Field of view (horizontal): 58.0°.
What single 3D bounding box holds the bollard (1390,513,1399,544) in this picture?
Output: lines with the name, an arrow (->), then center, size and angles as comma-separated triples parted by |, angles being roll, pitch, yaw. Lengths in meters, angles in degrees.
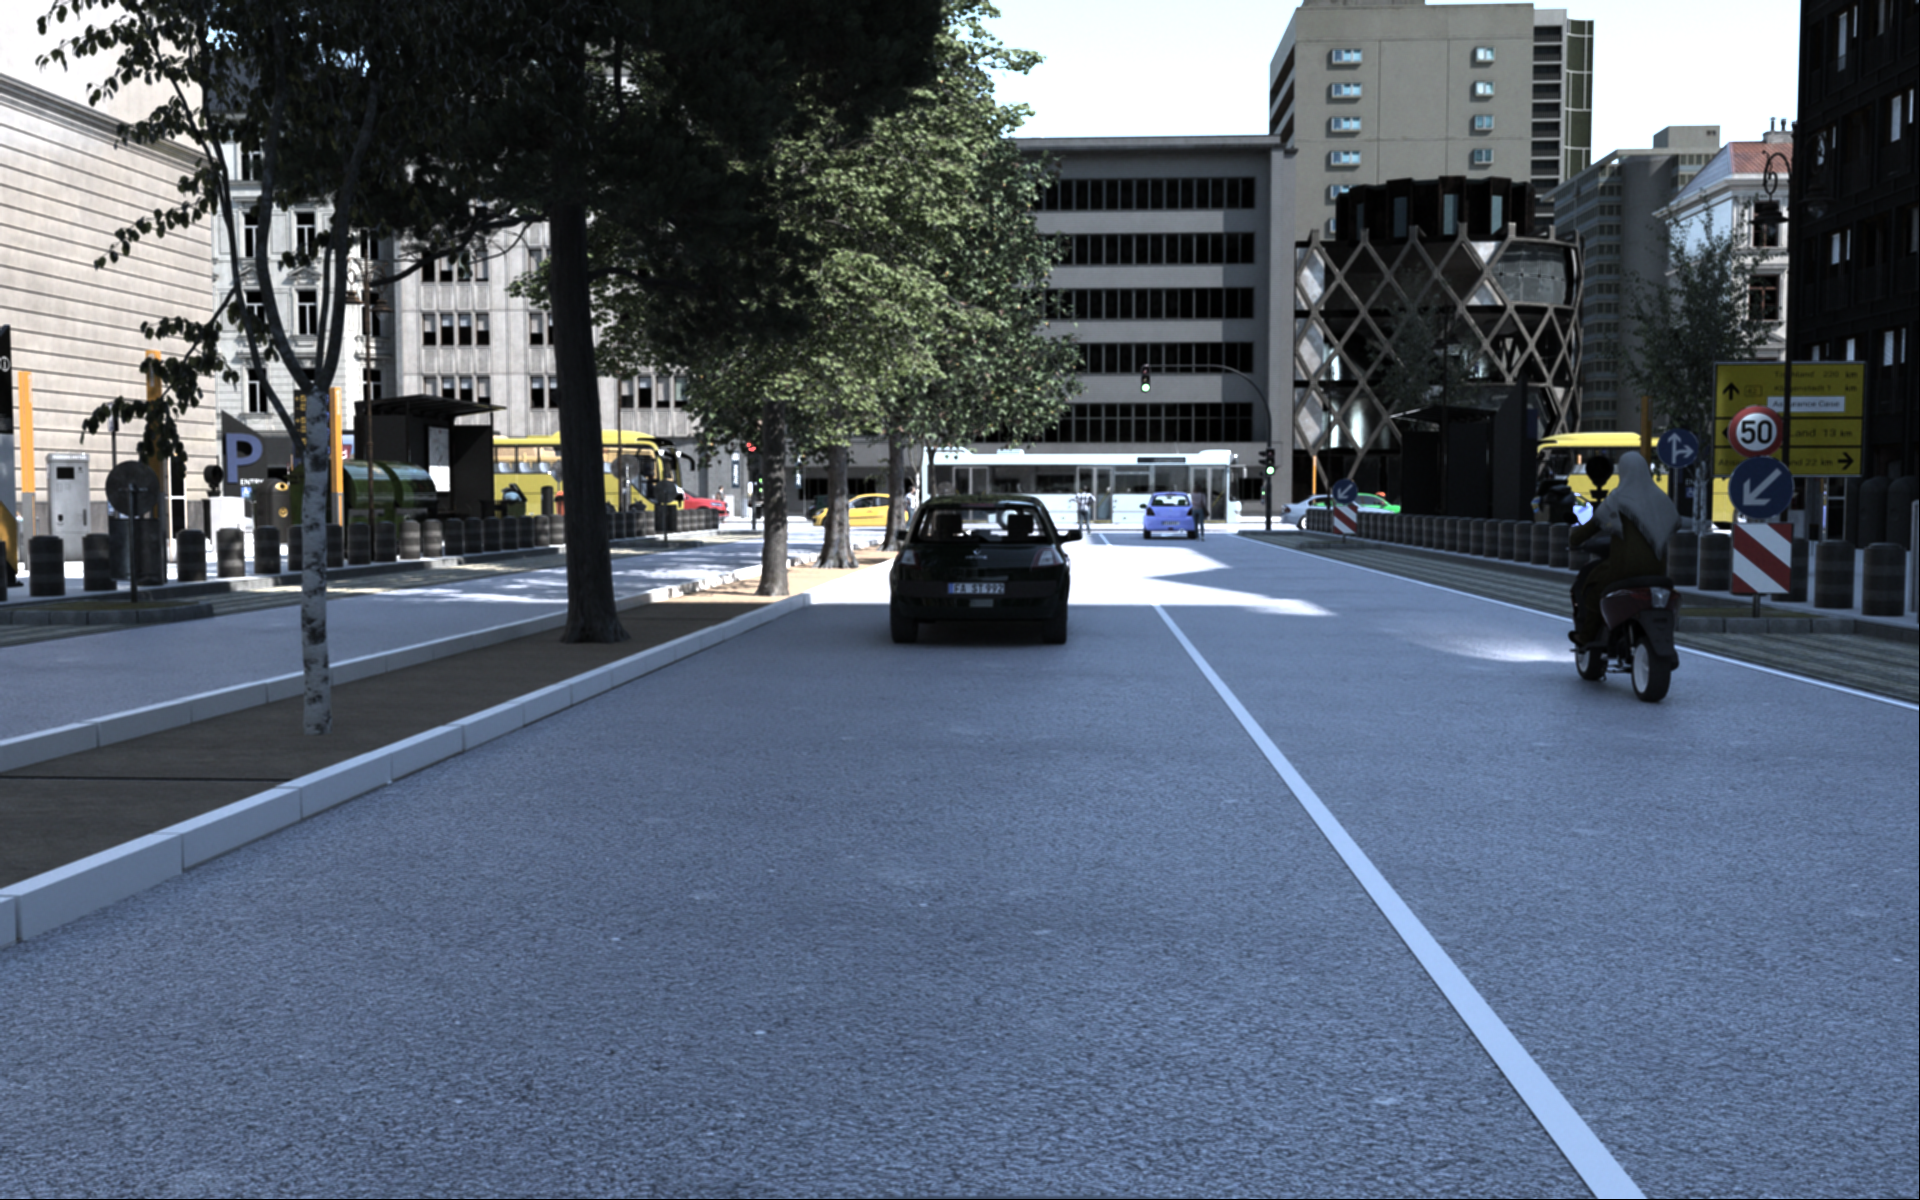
bollard -> 11.445, -1.841, 44.809 | 0.404, 0.777, 0.398 | 0, 3, 0

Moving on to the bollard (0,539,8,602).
bollard -> -11.608, -0.364, 20.669 | 0.404, 0.777, 0.398 | 0, 3, 0

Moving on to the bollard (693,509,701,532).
bollard -> -9.182, -2.722, 59.226 | 0.404, 0.777, 0.398 | 0, 3, 0

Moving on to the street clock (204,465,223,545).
street clock -> -18.727, -2.380, 43.488 | 0.358, 2.002, 0.471 | 1, 4, 12

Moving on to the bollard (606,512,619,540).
bollard -> -9.861, -2.061, 48.408 | 0.404, 0.777, 0.398 | 0, 3, 0

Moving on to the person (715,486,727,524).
person -> -11.467, -4.550, 82.861 | 0.622, 1.834, 0.822 | 3, 5, 42

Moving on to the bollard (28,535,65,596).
bollard -> -11.533, -0.437, 21.868 | 0.404, 0.777, 0.398 | 0, 3, 0

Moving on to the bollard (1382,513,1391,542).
bollard -> 11.522, -1.914, 46.009 | 0.404, 0.777, 0.398 | 0, 3, 0

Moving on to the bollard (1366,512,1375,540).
bollard -> 11.674, -2.061, 48.420 | 0.404, 0.777, 0.398 | 0, 3, 0

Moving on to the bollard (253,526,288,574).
bollard -> -11.155, -0.805, 27.881 | 0.404, 0.777, 0.398 | 0, 3, 0

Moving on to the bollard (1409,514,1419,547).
bollard -> 11.294, -1.693, 42.404 | 0.404, 0.777, 0.398 | 0, 3, 0

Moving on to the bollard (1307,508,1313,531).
bollard -> 12.437, -2.797, 60.448 | 0.404, 0.777, 0.398 | 0, 3, 0

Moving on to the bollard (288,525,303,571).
bollard -> -11.082, -0.879, 29.085 | 0.404, 0.777, 0.398 | 0, 3, 0

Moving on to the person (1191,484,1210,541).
person -> 7.326, -2.684, 52.974 | 0.593, 1.750, 0.643 | 1, 4, 18

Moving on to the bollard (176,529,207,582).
bollard -> -11.304, -0.658, 25.471 | 0.404, 0.777, 0.398 | 0, 3, 0

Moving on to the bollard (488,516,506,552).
bollard -> -10.472, -1.469, 38.737 | 0.404, 0.777, 0.398 | 0, 3, 0

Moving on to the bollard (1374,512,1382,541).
bollard -> 11.600, -1.987, 47.208 | 0.404, 0.777, 0.398 | 0, 3, 0

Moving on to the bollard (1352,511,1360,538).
bollard -> 11.825, -2.209, 50.835 | 0.404, 0.777, 0.398 | 0, 3, 0

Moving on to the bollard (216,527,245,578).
bollard -> -11.231, -0.731, 26.671 | 0.404, 0.777, 0.398 | 0, 3, 0

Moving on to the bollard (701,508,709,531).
bollard -> -9.102, -2.796, 60.436 | 0.404, 0.777, 0.398 | 0, 3, 0

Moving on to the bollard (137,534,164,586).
bollard -> -11.385, -0.584, 24.271 | 0.404, 0.777, 0.398 | 0, 3, 0

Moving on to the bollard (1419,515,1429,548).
bollard -> 11.220, -1.620, 41.201 | 0.404, 0.777, 0.398 | 0, 3, 0

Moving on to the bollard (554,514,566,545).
bollard -> -10.170, -1.764, 43.556 | 0.404, 0.777, 0.398 | 0, 3, 0

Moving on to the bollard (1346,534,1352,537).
bollard -> 11.905, -2.283, 52.038 | 0.404, 0.777, 0.398 | 0, 3, 0

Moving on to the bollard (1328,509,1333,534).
bollard -> 12.128, -2.503, 55.641 | 0.404, 0.777, 0.398 | 0, 3, 0

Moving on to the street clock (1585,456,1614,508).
street clock -> 12.064, -1.721, 32.707 | 0.471, 2.002, 0.358 | 2, 4, 34

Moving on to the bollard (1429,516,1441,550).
bollard -> 11.145, -1.546, 40.000 | 0.404, 0.777, 0.398 | 0, 3, 0

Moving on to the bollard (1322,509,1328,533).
bollard -> 12.201, -2.576, 56.841 | 0.404, 0.777, 0.398 | 0, 3, 0

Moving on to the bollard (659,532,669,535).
bollard -> -9.484, -2.428, 54.415 | 0.404, 0.777, 0.398 | 0, 3, 0

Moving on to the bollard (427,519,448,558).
bollard -> -10.704, -1.249, 35.132 | 0.404, 0.777, 0.398 | 0, 3, 0

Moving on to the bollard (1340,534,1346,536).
bollard -> 11.982, -2.356, 53.237 | 0.404, 0.777, 0.398 | 0, 3, 0

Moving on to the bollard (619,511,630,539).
bollard -> -9.789, -2.134, 49.613 | 0.404, 0.777, 0.398 | 0, 3, 0

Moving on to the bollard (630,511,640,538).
bollard -> -9.712, -2.208, 50.812 | 0.404, 0.777, 0.398 | 0, 3, 0

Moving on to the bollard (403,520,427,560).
bollard -> -10.777, -1.175, 33.928 | 0.404, 0.777, 0.398 | 0, 3, 0

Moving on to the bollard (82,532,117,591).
bollard -> -11.459, -0.511, 23.068 | 0.404, 0.777, 0.398 | 0, 3, 0

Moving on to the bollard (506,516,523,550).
bollard -> -10.398, -1.544, 39.955 | 0.404, 0.777, 0.398 | 0, 3, 0

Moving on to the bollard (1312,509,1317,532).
bollard -> 12.357, -2.724, 59.249 | 0.404, 0.777, 0.398 | 0, 3, 0

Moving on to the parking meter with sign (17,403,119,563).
parking meter with sign -> -16.884, -2.232, 32.754 | 1.738, 3.016, 0.543 | -3, 4, -36

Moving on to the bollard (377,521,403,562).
bollard -> -10.850, -1.100, 32.708 | 0.404, 0.777, 0.398 | 0, 3, 0

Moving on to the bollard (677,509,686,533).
bollard -> -9.332, -2.575, 56.823 | 0.404, 0.777, 0.398 | 0, 3, 0

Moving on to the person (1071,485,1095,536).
person -> 4.239, -3.060, 59.260 | 0.841, 1.734, 0.376 | 1, 4, 20

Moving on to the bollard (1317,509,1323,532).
bollard -> 12.284, -2.650, 58.048 | 0.404, 0.777, 0.398 | 0, 3, 0

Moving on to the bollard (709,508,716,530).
bollard -> -9.032, -2.871, 61.662 | 0.404, 0.777, 0.398 | 0, 3, 0

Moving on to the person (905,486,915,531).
person -> -1.877, -3.423, 65.192 | 0.376, 1.734, 0.841 | 2, 4, 24

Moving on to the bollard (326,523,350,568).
bollard -> -11.002, -0.953, 30.301 | 0.404, 0.777, 0.398 | 0, 3, 0

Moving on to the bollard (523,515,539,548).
bollard -> -10.324, -1.617, 41.157 | 0.404, 0.777, 0.398 | 0, 3, 0

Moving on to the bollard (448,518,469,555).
bollard -> -10.620, -1.322, 36.339 | 0.404, 0.777, 0.398 | 0, 3, 0

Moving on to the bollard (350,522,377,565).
bollard -> -10.932, -1.027, 31.501 | 0.404, 0.777, 0.398 | 0, 3, 0

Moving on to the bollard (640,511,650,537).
bollard -> -9.636, -2.281, 52.012 | 0.404, 0.777, 0.398 | 0, 3, 0

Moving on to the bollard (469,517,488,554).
bollard -> -10.552, -1.396, 37.538 | 0.404, 0.777, 0.398 | 0, 3, 0

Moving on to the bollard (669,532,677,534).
bollard -> -9.406, -2.502, 55.620 | 0.404, 0.777, 0.398 | 0, 3, 0

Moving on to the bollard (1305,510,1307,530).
bollard -> 12.504, -2.870, 61.648 | 0.404, 0.777, 0.398 | 0, 3, 0

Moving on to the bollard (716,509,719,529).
bollard -> -8.954, -2.945, 62.862 | 0.404, 0.777, 0.398 | 0, 3, 0

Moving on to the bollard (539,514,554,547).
bollard -> -10.245, -1.690, 42.356 | 0.404, 0.777, 0.398 | 0, 3, 0

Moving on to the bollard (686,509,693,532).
bollard -> -9.261, -2.649, 58.027 | 0.404, 0.777, 0.398 | 0, 3, 0

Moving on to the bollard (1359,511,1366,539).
bollard -> 11.750, -2.136, 49.636 | 0.404, 0.777, 0.398 | 0, 3, 0

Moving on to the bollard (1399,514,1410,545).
bollard -> 11.371, -1.767, 43.608 | 0.404, 0.777, 0.398 | 0, 3, 0

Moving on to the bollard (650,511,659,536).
bollard -> -9.561, -2.354, 53.211 | 0.404, 0.777, 0.398 | 0, 3, 0
